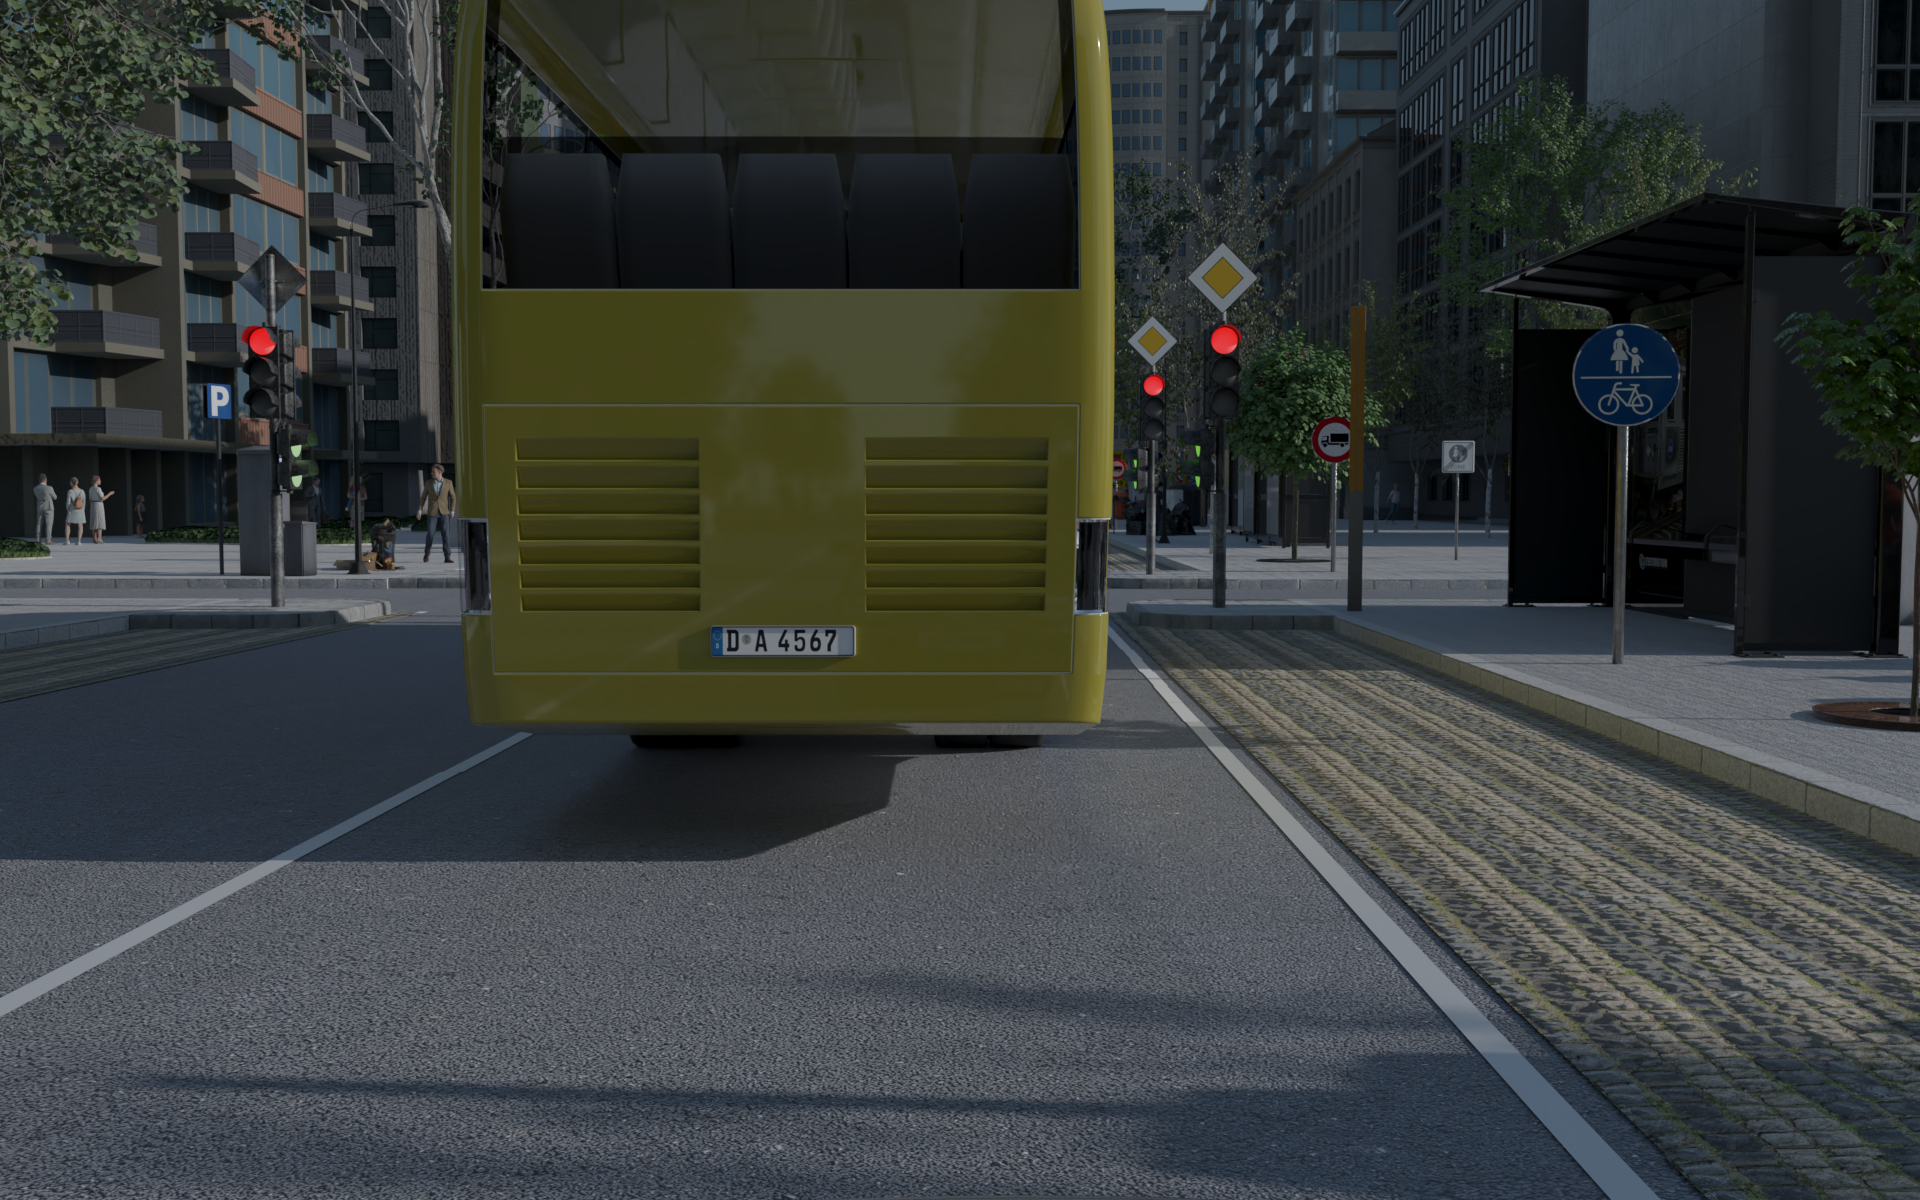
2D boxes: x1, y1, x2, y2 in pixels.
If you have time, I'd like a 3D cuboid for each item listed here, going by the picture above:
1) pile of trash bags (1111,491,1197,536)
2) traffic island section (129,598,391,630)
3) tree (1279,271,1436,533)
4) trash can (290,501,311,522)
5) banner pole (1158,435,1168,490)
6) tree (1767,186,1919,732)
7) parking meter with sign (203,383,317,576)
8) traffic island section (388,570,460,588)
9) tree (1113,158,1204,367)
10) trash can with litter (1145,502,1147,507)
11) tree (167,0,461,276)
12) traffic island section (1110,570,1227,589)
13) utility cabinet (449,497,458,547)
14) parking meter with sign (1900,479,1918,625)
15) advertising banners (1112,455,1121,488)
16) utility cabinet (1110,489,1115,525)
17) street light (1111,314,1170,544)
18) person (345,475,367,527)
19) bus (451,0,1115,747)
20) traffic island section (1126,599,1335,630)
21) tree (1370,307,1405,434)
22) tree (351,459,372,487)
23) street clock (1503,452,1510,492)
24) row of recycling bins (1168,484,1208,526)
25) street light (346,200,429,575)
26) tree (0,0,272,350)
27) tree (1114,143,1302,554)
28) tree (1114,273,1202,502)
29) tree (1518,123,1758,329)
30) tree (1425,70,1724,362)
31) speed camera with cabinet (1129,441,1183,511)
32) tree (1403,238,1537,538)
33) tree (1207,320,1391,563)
[{"bbox_3d":[5.893,-2.749,54.702,1.912,1.369,3.447,-2,4,-31],"label":"pile of trash bags"},{"bbox_3d":[-7.789,0.155,19.739,2.009,0.180,2.903,0,4,1],"label":"traffic island section"},{"bbox_3d":[13.631,-6.540,57.294,4.737,8.622,4.395,0,3,0],"label":"tree"},{"bbox_3d":[-12.927,-1.336,33.502,0.748,1.137,0.748,0,3,0],"label":"trash can"},{"bbox_3d":[8.528,-5.059,72.738,0.401,3.779,0.863,3,5,40],"label":"banner pole"},{"bbox_3d":[5.513,-0.919,9.632,1.663,3.219,1.824,0,3,0],"label":"tree"},{"bbox_3d":[-10.973,-1.897,27.269,1.738,3.016,0.543,1,4,17],"label":"parking meter with sign"},{"bbox_3d":[-7.683,-0.333,27.723,2.009,0.180,2.903,0,4,1],"label":"traffic island section"},{"bbox_3d":[6.264,-14.502,93.004,12.611,20.169,13.585,0,3,0],"label":"tree"},{"bbox_3d":[10.289,-5.079,94.427,1.055,1.170,0.624,0,4,7],"label":"trash can with litter"},{"bbox_3d":[-11.781,-11.038,36.354,12.611,20.169,13.585,0,3,0],"label":"tree"},{"bbox_3d":[3.057,-0.324,27.577,2.009,0.180,2.903,0,4,1],"label":"traffic island section"},{"bbox_3d":[-11.776,-1.870,41.737,1.020,1.237,0.306,1,4,14],"label":"utility cabinet"},{"bbox_3d":[9.040,-1.264,16.933,1.738,3.016,0.543,-2,4,-33],"label":"parking meter with sign"},{"bbox_3d":[6.076,-4.895,76.214,2.074,3.025,0.090,1,4,19],"label":"advertising banners"},{"bbox_3d":[6.234,-3.852,71.665,0.318,1.500,1.173,0,4,0],"label":"utility cabinet"},{"bbox_3d":[4.763,-4.422,44.845,1.470,5.913,1.316,0,4,1],"label":"street light"},{"bbox_3d":[-17.162,-2.643,49.225,0.573,1.828,0.580,-1,4,-11],"label":"person"},{"bbox_3d":[-0.703,-1.289,12.614,2.896,3.916,12.252,0,4,0],"label":"bus"},{"bbox_3d":[2.952,0.164,19.593,2.009,0.180,2.903,0,4,1],"label":"traffic island section"},{"bbox_3d":[16.998,-6.917,63.449,4.360,8.622,3.978,0,3,0],"label":"tree"},{"bbox_3d":[-28.952,-5.347,82.023,1.663,3.219,1.824,0,3,0],"label":"tree"},{"bbox_3d":[9.130,-1.453,28.328,0.358,2.002,0.471,-3,4,-36],"label":"street clock"},{"bbox_3d":[9.090,-3.814,69.465,1.069,1.692,3.534,2,4,24],"label":"row of recycling bins"},{"bbox_3d":[-9.073,-3.361,27.498,1.470,5.913,1.316,0,4,1],"label":"street light"},{"bbox_3d":[-9.893,-6.479,12.580,9.857,13.997,8.962,0,3,0],"label":"tree"},{"bbox_3d":[5.393,-5.300,37.014,4.360,8.622,3.978,0,3,0],"label":"tree"},{"bbox_3d":[5.853,-6.536,57.221,4.737,8.622,4.395,0,3,0],"label":"tree"},{"bbox_3d":[13.666,-5.146,34.506,4.737,8.622,4.395,0,3,0],"label":"tree"},{"bbox_3d":[15.375,-7.194,43.371,9.928,11.665,9.643,0,3,0],"label":"tree"},{"bbox_3d":[7.211,-4.244,63.725,2.038,3.252,0.660,3,5,39],"label":"speed camera with cabinet"},{"bbox_3d":[15.450,-6.135,50.672,4.360,8.622,3.978,0,3,0],"label":"tree"},{"bbox_3d":[6.417,-3.002,32.799,4.285,4.588,4.351,0,3,0],"label":"tree"}]
